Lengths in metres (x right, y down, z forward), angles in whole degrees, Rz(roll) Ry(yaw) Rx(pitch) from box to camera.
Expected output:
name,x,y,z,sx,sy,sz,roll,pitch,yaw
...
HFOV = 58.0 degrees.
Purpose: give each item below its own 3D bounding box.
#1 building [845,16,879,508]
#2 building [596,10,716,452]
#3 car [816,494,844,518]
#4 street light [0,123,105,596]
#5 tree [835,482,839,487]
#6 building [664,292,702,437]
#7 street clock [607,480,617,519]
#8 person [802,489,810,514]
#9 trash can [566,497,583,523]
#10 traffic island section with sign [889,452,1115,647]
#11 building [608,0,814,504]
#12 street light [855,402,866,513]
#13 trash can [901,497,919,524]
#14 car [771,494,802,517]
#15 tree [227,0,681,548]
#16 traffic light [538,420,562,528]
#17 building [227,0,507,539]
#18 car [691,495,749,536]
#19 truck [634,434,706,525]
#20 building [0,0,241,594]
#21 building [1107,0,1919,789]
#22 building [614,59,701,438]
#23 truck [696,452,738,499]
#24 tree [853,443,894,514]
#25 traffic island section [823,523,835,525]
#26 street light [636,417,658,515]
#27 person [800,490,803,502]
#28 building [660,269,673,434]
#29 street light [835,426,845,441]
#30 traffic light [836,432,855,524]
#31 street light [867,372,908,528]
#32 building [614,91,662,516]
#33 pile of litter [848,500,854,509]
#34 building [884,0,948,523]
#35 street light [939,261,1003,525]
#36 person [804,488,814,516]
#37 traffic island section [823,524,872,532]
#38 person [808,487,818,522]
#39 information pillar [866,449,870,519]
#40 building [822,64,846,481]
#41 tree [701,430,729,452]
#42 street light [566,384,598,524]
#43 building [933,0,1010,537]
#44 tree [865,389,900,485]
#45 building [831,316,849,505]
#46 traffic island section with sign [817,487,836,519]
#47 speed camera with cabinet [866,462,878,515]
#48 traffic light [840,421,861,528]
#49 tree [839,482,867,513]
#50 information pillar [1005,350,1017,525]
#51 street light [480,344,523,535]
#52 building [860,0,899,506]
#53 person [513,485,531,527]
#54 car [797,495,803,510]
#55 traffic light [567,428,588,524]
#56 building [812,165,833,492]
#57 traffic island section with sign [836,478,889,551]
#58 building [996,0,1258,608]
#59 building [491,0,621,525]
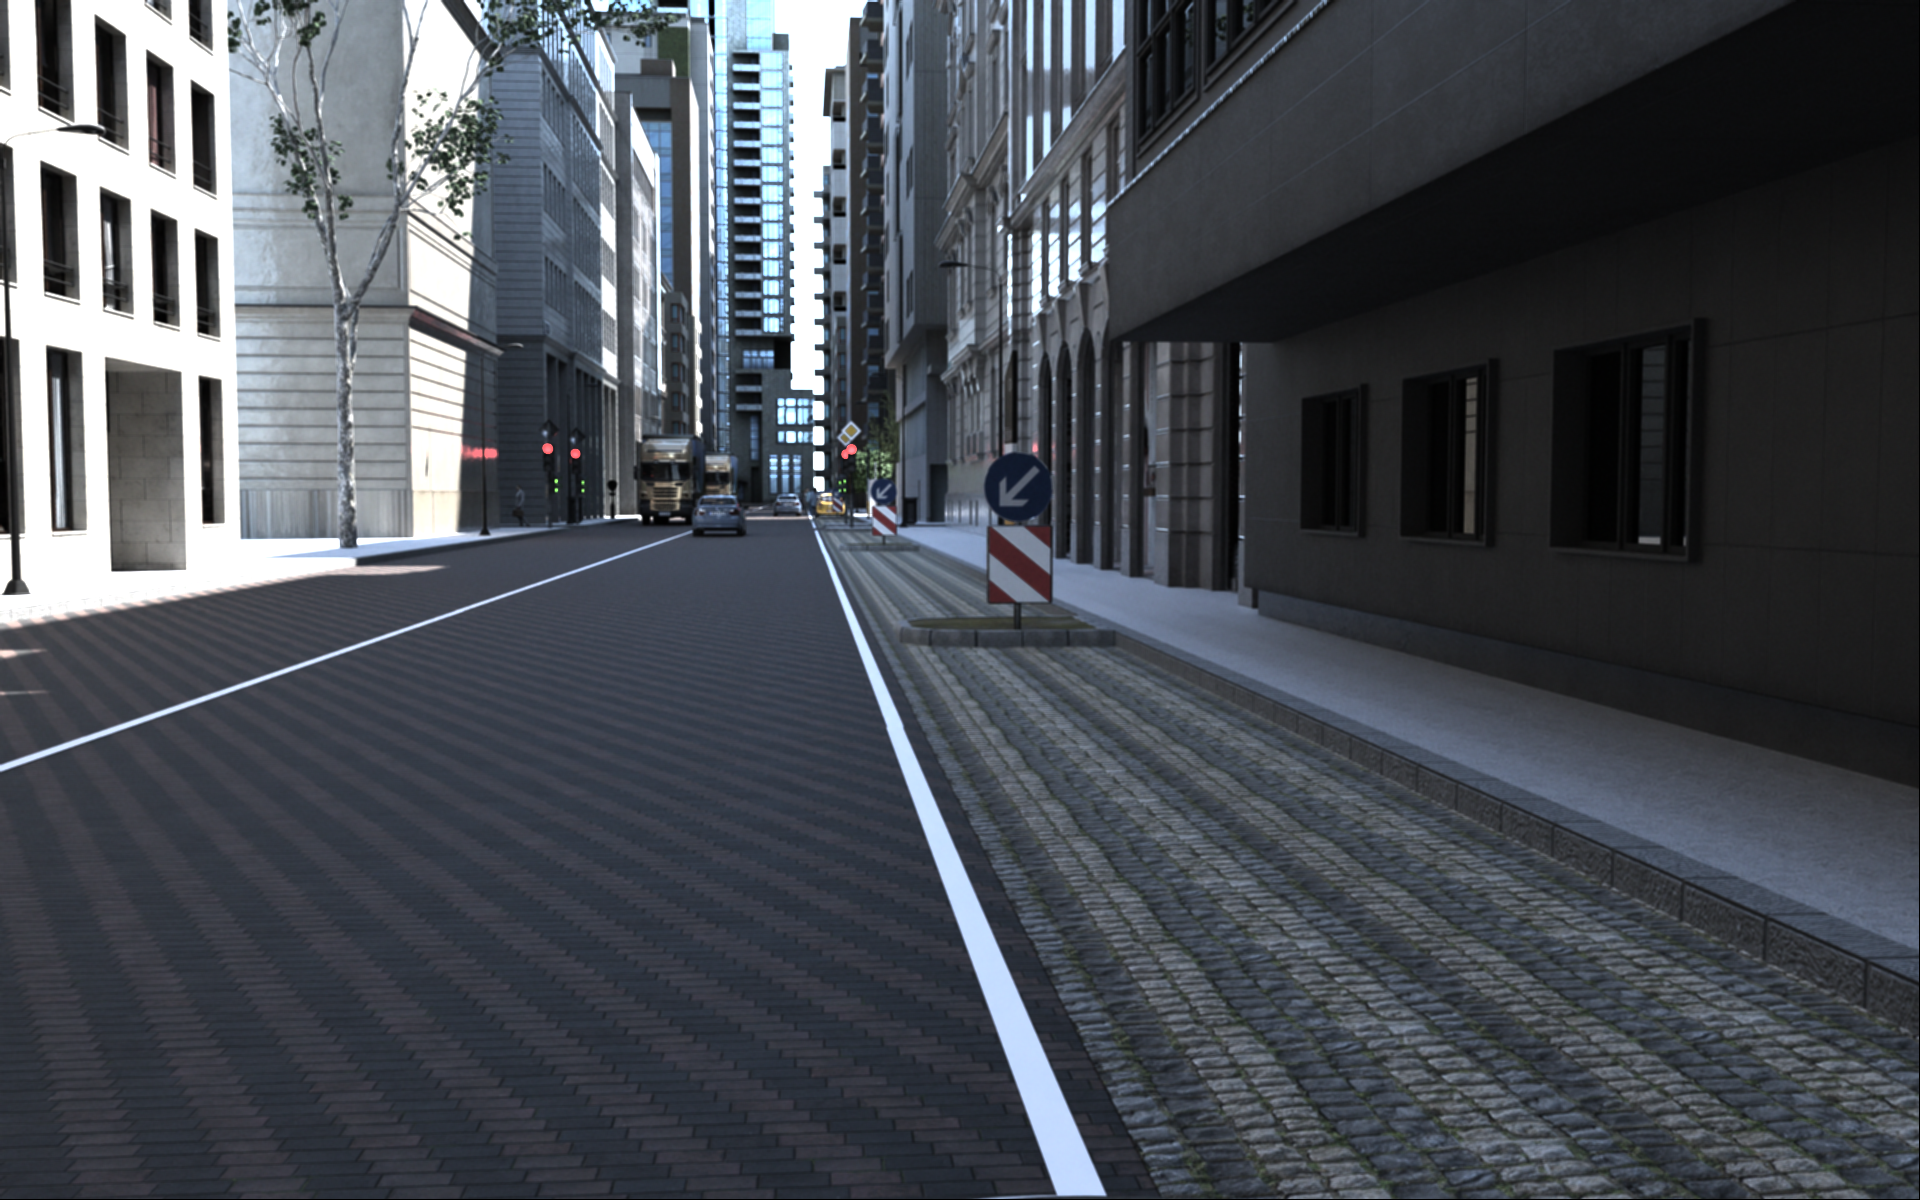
name,x,y,z,sx,sy,sz,roll,pitch,yaw
building,-3.520,-31.283,161.586,14.600,45.320,14.200,0,4,-5
building,-44.210,-40.893,210.606,28.212,58.520,21.231,0,4,-5
car,-7.777,-5.717,103.698,2.015,1.641,3.980,0,4,-6
street light,-11.422,-3.015,21.830,1.470,5.913,1.316,0,4,-5
tree,-9.957,-9.691,153.053,1.663,3.219,1.824,0,3,0
building,-38.833,-19.344,161.311,27.650,21.520,28.899,0,4,-5
street clock,-18.046,-5.221,89.938,0.471,2.002,0.358,-2,4,-30
person,-10.778,-6.891,121.444,0.520,1.790,0.573,-2,4,-31
trash can,-16.971,-3.954,76.298,0.748,1.137,0.748,0,3,0
traffic island section with sign,0.377,-0.516,17.058,1.989,1.847,2.006,0,4,-5
building,-36.028,-56.717,239.988,31.000,86.520,22.319,0,4,-5
street light,-4.566,-7.009,87.143,1.470,5.913,1.316,0,4,-5
trash can,-2.136,-3.808,73.914,0.748,1.137,0.748,0,3,0
car,-11.102,-6.066,111.182,2.014,1.417,4.499,0,4,-7
tree,-13.221,-11.268,40.121,12.611,20.169,13.585,0,3,0
traffic light,-15.432,-4.663,65.156,0.839,4.253,0.868,0,4,-5
building,-30.696,-13.591,55.497,30.059,22.955,16.112,0,4,-5
car,-8.353,-2.949,60.218,2.014,1.417,4.499,0,4,-5
truck,-13.849,-5.794,83.648,2.839,4.237,11.283,0,4,-5
building,-17.570,-10.246,22.281,10.420,20.320,16.860,0,4,-5
building,9.555,-13.012,6.250,14.314,27.812,24.014,0,4,-5
building,-34.787,-32.565,182.553,14.600,45.320,14.200,0,4,-5
truck,-16.682,-7.931,118.587,2.839,4.237,11.283,0,4,-5
tree,-5.760,-7.811,111.417,4.285,4.588,4.351,0,3,0
traffic island section,-4.857,-3.180,74.271,2.009,0.180,2.903,0,4,-5
street light,-18.836,-8.050,104.162,1.470,5.913,1.316,0,4,-5
person,-15.541,-9.842,169.506,0.705,1.814,1.350,1,4,17
building,-28.403,-18.088,131.899,11.583,22.565,21.152,0,4,-5
street light,-7.559,-8.898,118.019,1.470,5.913,1.316,0,4,-5
traffic light,-4.898,-5.213,74.153,0.839,4.253,0.868,0,4,-5
street light,-2.702,-5.736,66.322,1.470,5.913,1.316,0,4,-5
building,-26.146,-17.947,111.448,12.078,24.808,19.932,0,4,-5
pile of litter,-9.449,-8.130,146.895,1.176,0.858,1.719,0,4,-6
building,9.672,-30.543,88.623,27.495,52.752,28.713,0,4,-5
street light,0.276,-3.803,34.719,1.470,5.913,1.316,0,4,-5
person,-9.963,-6.484,114.384,0.748,1.841,0.638,1,4,16
traffic island section,-4.128,-2.693,66.319,2.009,0.180,2.903,0,4,-5
person,-7.539,-4.911,89.067,0.793,1.790,0.793,1,4,10
information pillar,-4.736,-5.996,89.392,0.183,3.616,0.504,0,4,-6
building,-2.186,-38.076,211.776,28.713,52.752,27.495,0,4,-5
tree,-28.345,-15.230,199.371,4.360,8.622,3.978,0,3,0
street light,-15.944,-6.148,73.053,1.470,5.913,1.316,0,4,-5
building,6.625,-16.363,54.925,14.401,28.519,23.554,0,4,-5
tree,-4.296,-10.292,118.635,4.737,8.622,4.395,0,3,0
building,0.450,-20.748,184.274,27.650,21.520,28.899,0,4,-5
traffic island section with sign,-7.099,-5.513,98.768,1.989,1.847,2.006,0,4,-5
speed camera with cabinet,-5.428,-6.861,106.512,0.660,3.252,2.038,0,4,-6
traffic light,-4.169,-4.727,66.201,0.839,4.253,0.868,0,4,-5
tree,-6.650,-7.384,115.335,1.663,3.219,1.824,0,3,0
information pillar,0.839,-2.268,28.440,0.183,3.616,0.504,-1,4,-14
street light,-14.227,-4.964,53.696,1.470,5.913,1.316,0,4,-5
building,3.523,-29.404,135.377,22.147,44.769,28.867,0,4,-5
person,-17.838,-3.766,70.194,0.853,1.813,0.709,-3,5,-42
car,-15.457,-9.068,160.843,1.945,1.354,3.894,0,4,-5
traffic light,-16.161,-5.149,73.108,0.839,4.253,0.868,0,4,-5
building,-5.490,-38.252,245.035,30.456,49.044,23.786,0,4,-5
traffic island section with sign,-2.069,-2.157,43.903,1.989,1.847,2.006,0,4,-5
building,8.063,-11.557,30.755,13.314,21.916,24.055,0,4,-5
building,-24.151,-18.883,86.234,11.434,29.767,29.804,0,4,-5
